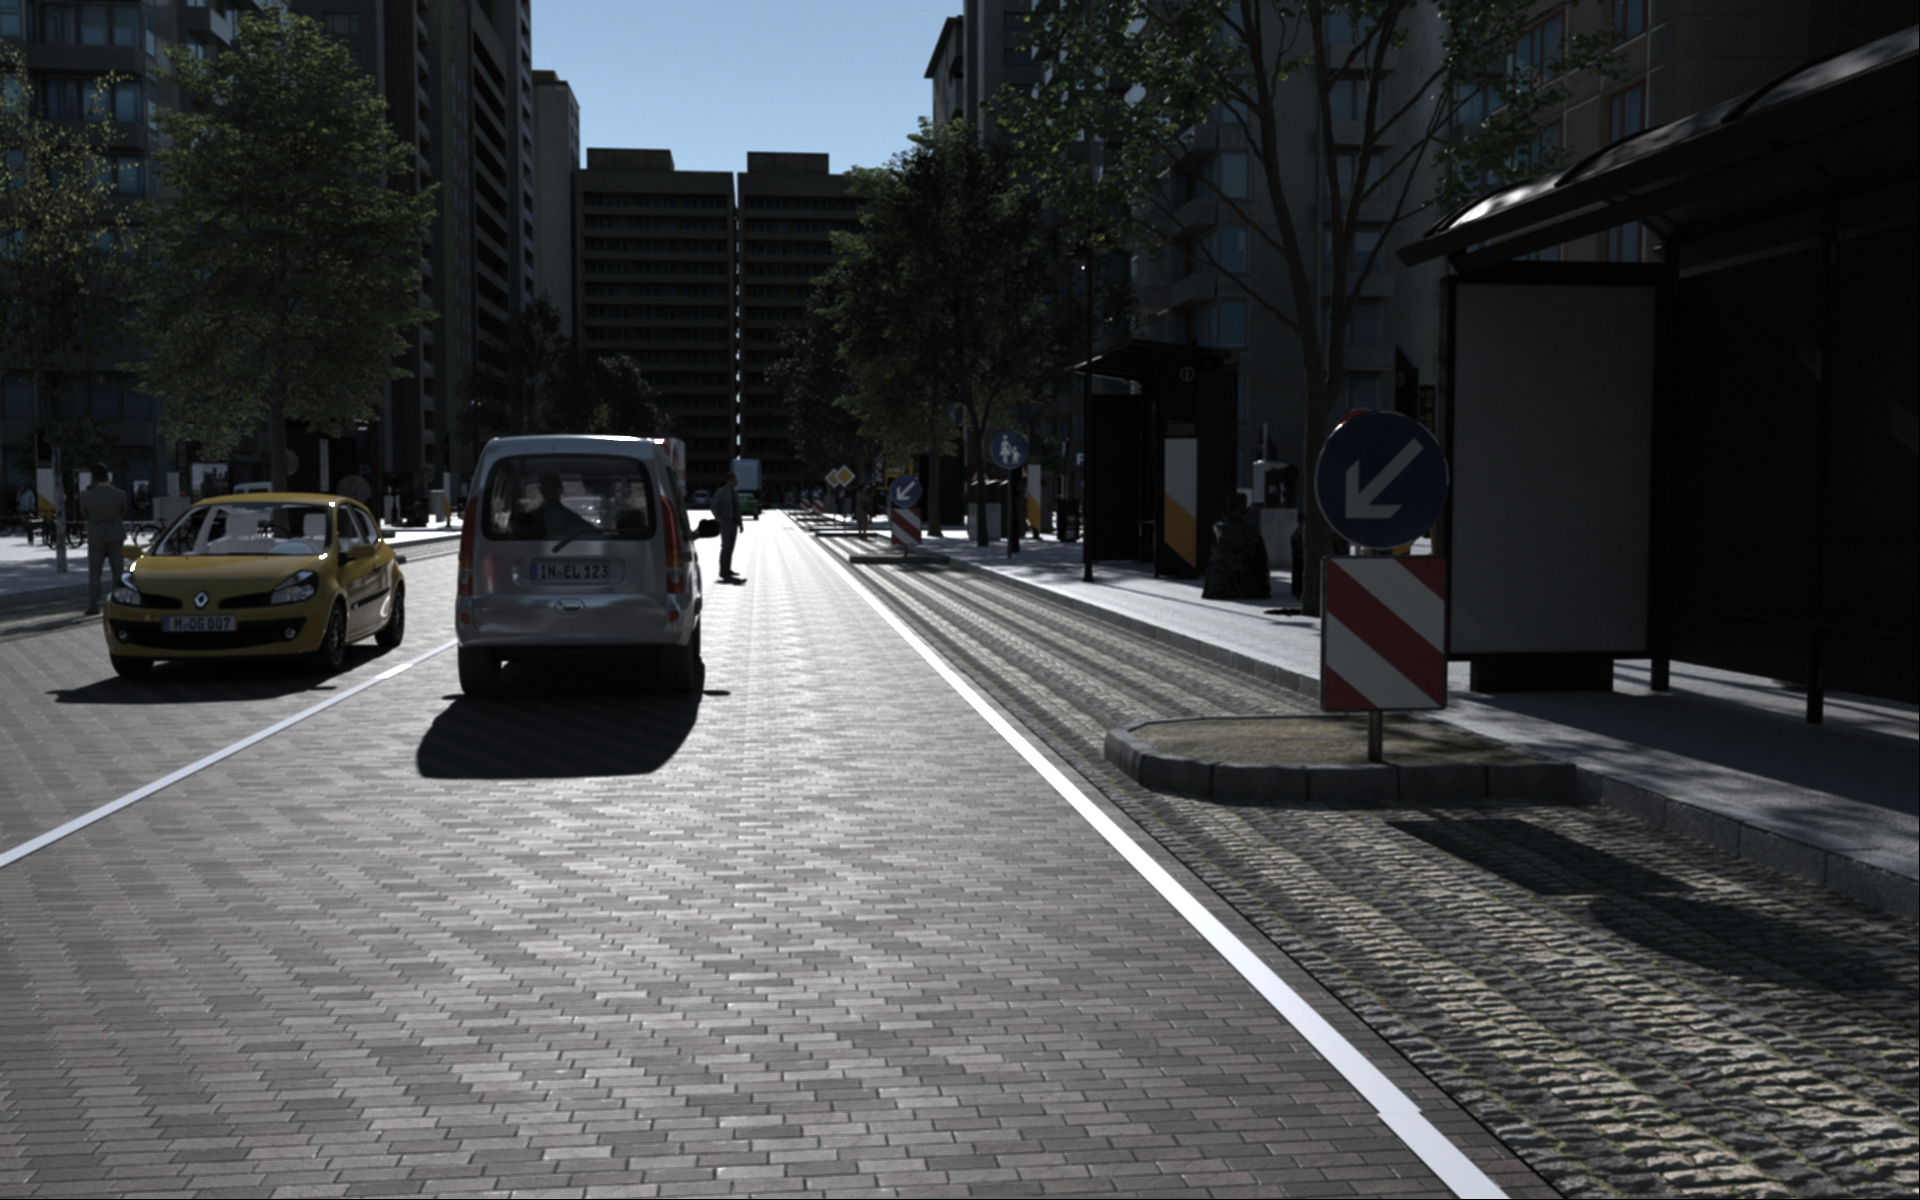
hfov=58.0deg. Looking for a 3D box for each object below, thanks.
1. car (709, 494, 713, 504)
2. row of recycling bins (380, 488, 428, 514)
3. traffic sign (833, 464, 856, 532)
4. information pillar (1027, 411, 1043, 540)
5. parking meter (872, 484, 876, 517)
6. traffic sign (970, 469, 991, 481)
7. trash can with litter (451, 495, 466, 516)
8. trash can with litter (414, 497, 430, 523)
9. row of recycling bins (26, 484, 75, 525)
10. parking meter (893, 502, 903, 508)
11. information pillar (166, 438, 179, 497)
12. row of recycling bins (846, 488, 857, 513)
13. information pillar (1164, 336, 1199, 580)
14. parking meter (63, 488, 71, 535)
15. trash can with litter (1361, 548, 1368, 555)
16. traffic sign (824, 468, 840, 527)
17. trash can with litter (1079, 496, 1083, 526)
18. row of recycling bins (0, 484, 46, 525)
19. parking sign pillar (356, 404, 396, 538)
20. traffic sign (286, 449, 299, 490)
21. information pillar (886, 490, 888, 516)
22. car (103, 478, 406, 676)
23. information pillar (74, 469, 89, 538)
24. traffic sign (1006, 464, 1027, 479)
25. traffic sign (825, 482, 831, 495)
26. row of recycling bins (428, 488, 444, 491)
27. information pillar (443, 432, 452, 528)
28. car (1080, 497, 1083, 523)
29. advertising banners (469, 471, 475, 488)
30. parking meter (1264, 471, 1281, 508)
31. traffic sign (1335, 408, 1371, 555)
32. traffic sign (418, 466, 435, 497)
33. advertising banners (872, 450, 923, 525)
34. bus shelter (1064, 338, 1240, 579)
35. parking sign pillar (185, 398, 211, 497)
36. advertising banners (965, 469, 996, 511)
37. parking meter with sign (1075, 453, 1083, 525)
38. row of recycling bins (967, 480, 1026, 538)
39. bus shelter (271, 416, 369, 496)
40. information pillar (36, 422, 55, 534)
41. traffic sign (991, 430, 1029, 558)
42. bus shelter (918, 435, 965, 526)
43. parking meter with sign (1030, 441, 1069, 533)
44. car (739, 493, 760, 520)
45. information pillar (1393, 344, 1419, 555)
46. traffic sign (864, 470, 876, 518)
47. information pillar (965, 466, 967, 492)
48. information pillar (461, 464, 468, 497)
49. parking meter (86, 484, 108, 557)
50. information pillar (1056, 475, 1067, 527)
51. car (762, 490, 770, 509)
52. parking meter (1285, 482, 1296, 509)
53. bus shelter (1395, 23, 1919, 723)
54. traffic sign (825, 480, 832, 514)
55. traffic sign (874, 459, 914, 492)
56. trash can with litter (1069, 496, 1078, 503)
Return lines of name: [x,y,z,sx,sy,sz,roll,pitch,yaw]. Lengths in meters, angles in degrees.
car: [-30.027,-12.377,211.946,1.945,1.707,3.694,0,4,-8]
row of recycling bins: [-36.210,-6.410,111.914,3.534,1.692,1.069,2,4,31]
traffic sign: [-3.905,-3.358,58.547,0.795,2.450,0.064,0,4,-7]
information pillar: [2.088,-3.504,48.642,0.504,3.616,0.183,-3,5,-45]
parking meter: [-4.869,-5.590,97.101,0.255,1.863,0.399,-1,4,-17]
traffic sign: [0.855,-4.458,72.890,0.884,2.594,0.081,0,4,0]
trash can with litter: [-29.597,-5.527,101.422,2.233,1.210,1.678,-3,5,-40]
trash can with litter: [-23.746,-3.983,76.514,0.624,1.170,1.055,-1,4,-13]
row of recycling bins: [-37.594,-3.977,72.142,1.069,1.692,3.534,-1,4,-10]
parking meter: [-4.775,-7.647,133.443,0.372,1.533,0.369,0,3,0]
information pillar: [-29.717,-4.530,65.416,0.504,3.616,0.183,1,4,19]
row of recycling bins: [-7.676,-6.876,119.539,1.069,1.692,3.534,0,4,8]
information pillar: [3.319,-2.112,25.889,0.504,3.616,0.183,1,4,15]
parking meter: [-28.154,-2.811,54.374,0.372,1.533,0.369,0,3,0]
trash can with litter: [7.554,-1.186,30.785,1.055,1.170,0.624,-2,4,-26]
traffic sign: [-4.817,-3.843,66.480,0.795,2.450,0.064,0,4,-7]
trash can with litter: [4.798,-3.564,69.322,1.678,1.210,2.233,-2,4,-34]
row of recycling bins: [-40.299,-4.034,73.062,3.534,1.692,1.069,2,4,24]
parking sign pillar: [-17.211,-3.788,50.403,1.447,3.967,1.447,-1,4,-10]
traffic sign: [-18.996,-2.976,48.765,0.768,2.556,0.104,0,4,1]
information pillar: [-4.055,-5.839,99.960,0.304,2.012,0.304,2,4,33]
car: [-5.972,-0.289,14.948,2.015,1.641,3.980,0,4,-7]
information pillar: [-25.626,-2.818,50.560,0.304,2.012,0.304,3,5,40]
traffic sign: [2.021,-3.669,59.999,0.884,2.594,0.081,0,4,3]
traffic sign: [-10.413,-8.496,139.019,0.768,2.556,0.104,0,4,-6]
row of recycling bins: [-35.390,-6.704,116.724,1.069,1.692,3.534,-3,4,-36]
information pillar: [-19.520,-4.559,65.887,0.183,3.616,0.504,-2,4,-35]
car: [6.977,-3.391,64.113,5.304,1.827,2.281,0,4,-5]
advertising banners: [-36.746,-8.367,132.991,2.074,3.025,0.090,1,4,10]
parking meter: [7.947,-2.348,44.106,0.399,1.863,0.255,0,3,0]
traffic sign: [5.947,-1.573,25.826,0.768,2.556,0.104,0,4,-2]
traffic sign: [-24.423,-4.842,79.269,0.768,2.556,0.104,0,4,2]
advertising banners: [-2.478,-4.435,68.698,2.074,3.025,0.090,-1,4,-19]
bus shelter: [3.128,-2.327,29.327,1.731,3.624,6.357,0,4,-6]
parking sign pillar: [-21.168,-3.651,48.170,1.447,3.967,1.447,-1,4,-13]
advertising banners: [1.230,-6.711,105.912,2.074,3.025,0.090,1,4,17]
parking meter with sign: [5.374,-4.729,73.573,0.543,3.016,1.738,1,4,19]
row of recycling bins: [1.055,-2.789,52.718,1.069,1.692,3.534,-1,4,-18]
bus shelter: [-19.489,-3.799,53.399,1.731,3.624,6.357,0,4,-7]
information pillar: [-29.519,-3.949,55.925,0.504,3.616,0.183,-3,4,-38]
traffic sign: [0.992,-2.107,34.554,0.768,2.556,0.104,0,4,0]
bus shelter: [-0.916,-4.930,71.893,1.731,3.624,6.357,0,4,-6]
parking meter with sign: [2.673,-3.728,57.220,1.738,3.016,0.543,-1,4,-10]
car: [-12.313,-5.458,98.036,1.959,1.807,4.718,0,4,-6]
information pillar: [6.909,-2.173,26.890,0.183,3.616,0.504,-1,4,-22]
traffic sign: [-4.713,-5.649,92.472,0.768,2.556,0.104,0,4,3]
information pillar: [0.255,-8.171,124.953,0.504,3.616,0.183,0,4,6]
information pillar: [-38.211,-8.696,133.539,0.504,3.616,0.183,-1,4,-12]
parking meter: [-17.450,-1.629,35.051,0.372,1.533,0.369,0,3,0]
information pillar: [3.953,-3.843,67.329,0.304,2.012,0.304,-3,5,-42]
car: [-19.258,-9.591,165.480,2.281,1.827,5.304,0,4,-6]
parking meter: [10.858,-3.135,56.969,0.255,1.863,0.399,-1,4,-12]
bus shelter: [4.152,-0.904,8.709,2.014,3.302,5.546,0,4,-7]
traffic sign: [-8.419,-6.920,113.247,0.768,2.556,0.104,0,4,-1]
traffic sign: [-3.734,-6.351,97.717,2.265,3.308,0.079,0,4,-1]
trash can with litter: [6.547,-5.584,102.683,0.624,1.170,1.055,-2,4,-25]
